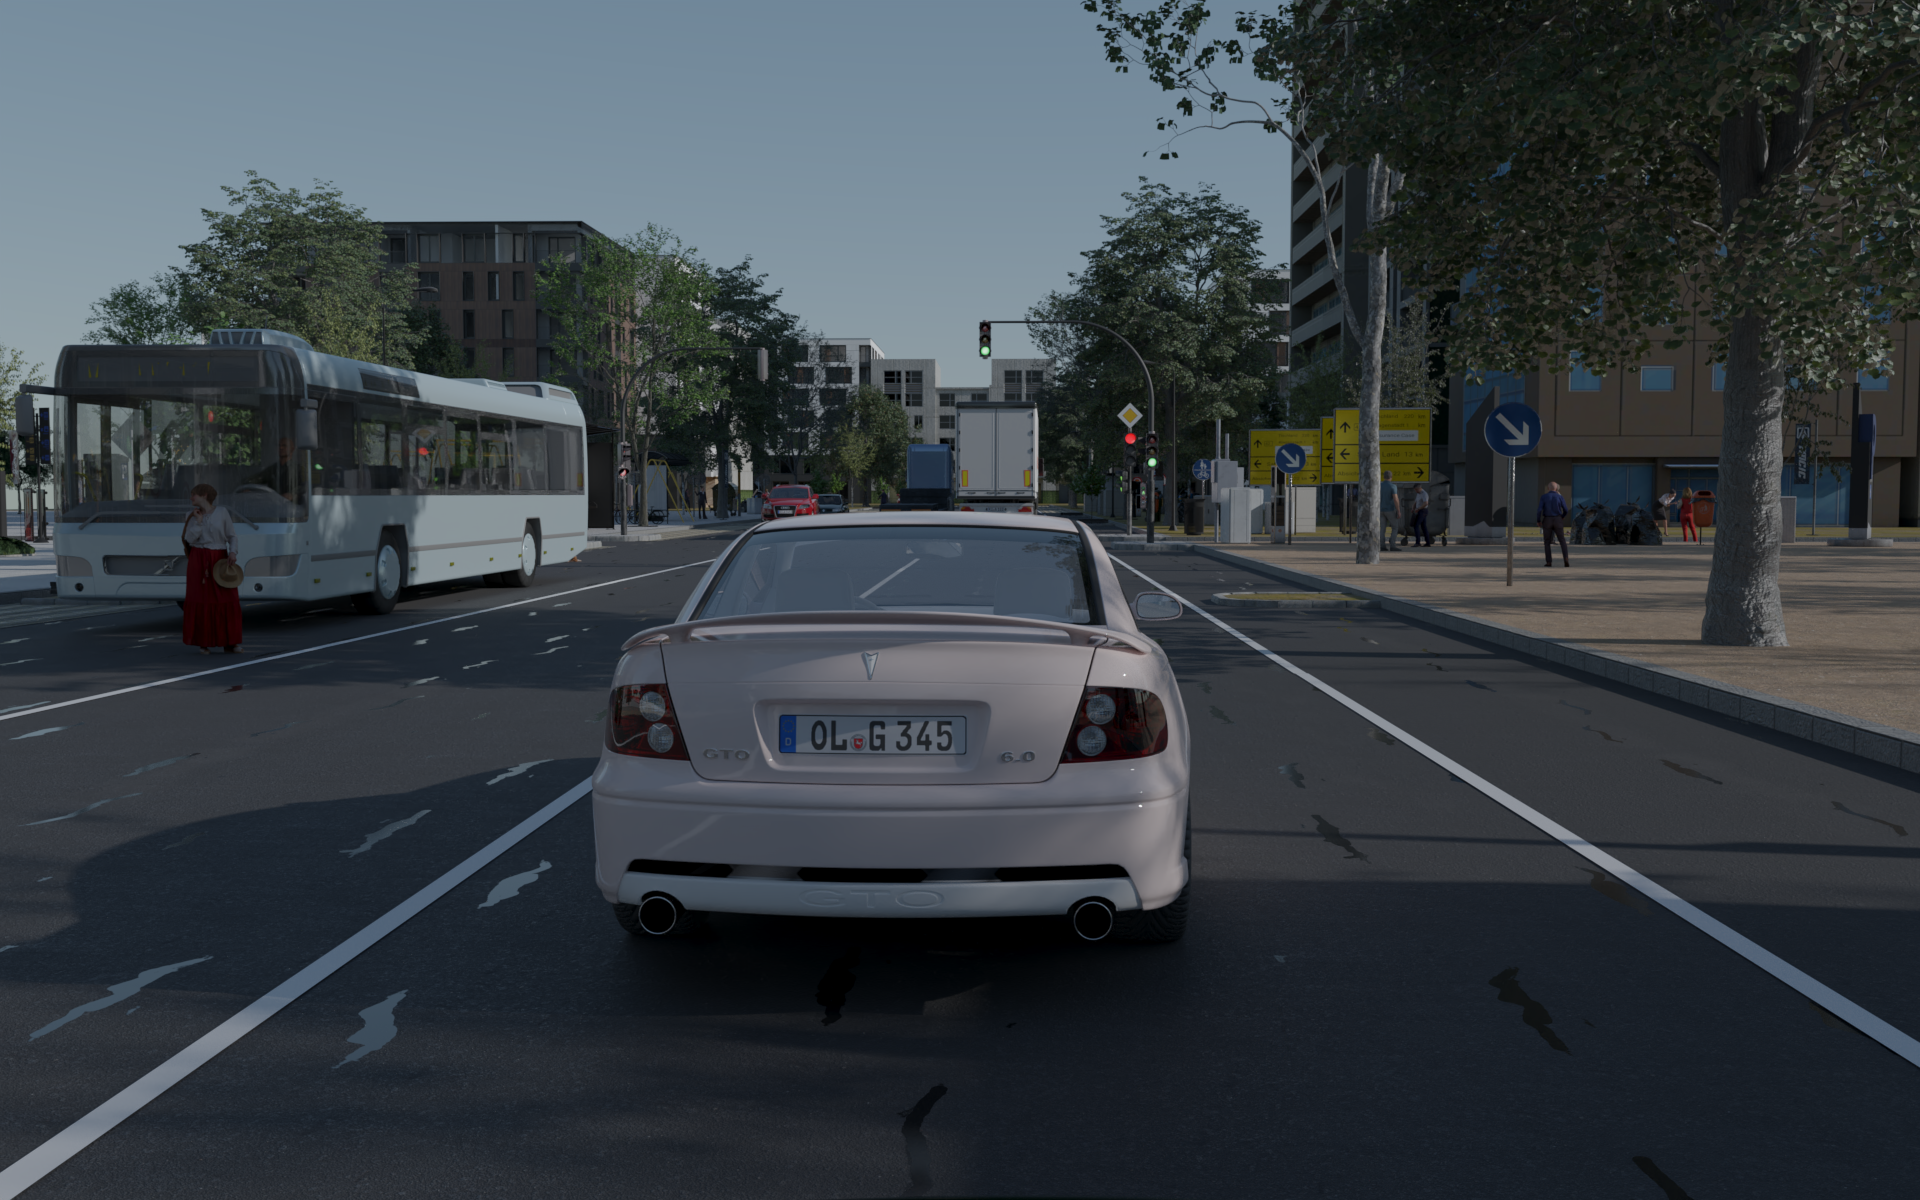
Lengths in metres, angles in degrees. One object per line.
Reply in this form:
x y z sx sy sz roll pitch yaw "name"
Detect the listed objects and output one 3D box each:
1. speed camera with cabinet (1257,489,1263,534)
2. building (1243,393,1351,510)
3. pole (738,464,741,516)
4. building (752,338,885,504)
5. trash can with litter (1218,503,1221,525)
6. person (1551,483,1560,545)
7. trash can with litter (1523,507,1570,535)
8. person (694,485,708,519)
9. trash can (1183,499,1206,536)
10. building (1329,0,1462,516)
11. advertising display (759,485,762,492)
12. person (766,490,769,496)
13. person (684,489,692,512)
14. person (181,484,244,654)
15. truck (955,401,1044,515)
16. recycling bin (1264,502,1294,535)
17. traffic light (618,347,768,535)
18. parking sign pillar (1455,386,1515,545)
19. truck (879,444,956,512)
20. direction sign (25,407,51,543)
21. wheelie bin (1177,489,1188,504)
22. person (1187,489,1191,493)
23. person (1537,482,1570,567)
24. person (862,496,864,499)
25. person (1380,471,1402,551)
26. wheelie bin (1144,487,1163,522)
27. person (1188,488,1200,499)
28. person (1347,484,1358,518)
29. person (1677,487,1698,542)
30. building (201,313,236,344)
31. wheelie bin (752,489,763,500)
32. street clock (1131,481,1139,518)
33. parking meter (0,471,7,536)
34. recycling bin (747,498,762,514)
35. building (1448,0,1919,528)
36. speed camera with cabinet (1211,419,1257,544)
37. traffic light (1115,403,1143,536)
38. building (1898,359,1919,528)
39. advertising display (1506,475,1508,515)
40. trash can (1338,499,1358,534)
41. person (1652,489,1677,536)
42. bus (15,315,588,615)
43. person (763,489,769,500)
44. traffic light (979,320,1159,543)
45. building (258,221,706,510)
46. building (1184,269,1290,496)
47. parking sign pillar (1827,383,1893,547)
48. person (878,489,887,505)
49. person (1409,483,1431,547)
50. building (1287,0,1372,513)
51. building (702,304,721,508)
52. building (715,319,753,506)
9.121 -3.779 56.129 0.660 3.252 2.038 -1 4 -18 "speed camera with cabinet"
28.746 -12.301 143.263 9.099 9.664 28.070 0 4 2 "building"
-12.693 -6.468 99.589 0.158 3.312 0.155 0 3 0 "pole"
-27.537 -24.304 241.351 32.646 21.610 27.936 0 4 2 "building"
10.972 -3.680 71.554 0.624 1.170 1.055 2 4 29 "trash can with litter"
14.833 -2.145 43.326 0.429 1.552 0.499 -1 4 -11 "person"
18.917 -2.662 54.586 1.678 1.210 2.233 -1 4 -9 "trash can with litter"
-13.242 -4.999 88.574 0.445 1.727 0.742 2 4 27 "person"
7.252 -2.570 53.677 0.748 1.137 0.748 0 3 0 "trash can"
32.645 -40.108 94.018 20.563 71.187 20.611 0 4 2 "building"
-14.681 -7.477 127.466 0.123 1.923 0.974 0 4 -4 "advertising display"
-21.739 -11.543 194.845 0.705 1.814 1.350 -3 4 -39 "person"
-19.228 -7.038 122.584 0.593 1.643 0.415 0 4 0 "person"
-6.695 -0.278 15.513 0.523 1.526 0.387 -1 4 -17 "person"
1.373 -4.224 57.970 2.839 4.237 11.283 0 4 3 "truck"
10.168 -2.606 55.160 0.722 1.027 0.722 -1 4 -15 "recycling bin"
-8.352 -4.839 53.790 4.771 5.953 1.251 0 4 2 "traffic light"
13.380 -3.399 44.041 1.447 3.967 1.447 -1 4 -15 "parking sign pillar"
-1.963 -5.977 87.488 2.967 4.110 18.799 0 4 3 "truck"
-24.179 -3.270 45.462 0.876 3.537 0.379 1 4 22 "direction sign"
12.747 -5.553 98.694 0.693 1.594 0.980 1 4 17 "wheelie bin"
22.423 -10.053 170.376 1.348 1.831 0.705 1 4 11 "person"
10.525 -1.335 30.565 0.574 1.496 0.600 2 4 34 "person"
-10.278 -11.028 189.604 1.065 1.426 0.557 2 4 30 "person"
9.669 -2.010 39.028 0.434 1.807 0.598 -2 4 -33 "person"
8.989 -4.420 80.181 0.693 1.594 0.980 3 5 43 "wheelie bin"
11.783 -4.870 87.534 0.647 1.594 0.662 -2 4 -27 "person"
20.673 -5.215 91.174 0.709 1.838 0.599 1 4 11 "person"
20.000 -2.284 47.540 0.593 1.614 0.444 3 5 41 "person"
-72.156 -20.145 185.798 11.380 20.091 16.016 0 4 2 "building"
-13.422 -6.535 114.748 0.693 1.594 0.980 -1 4 -18 "wheelie bin"
9.519 -5.517 94.780 0.471 2.002 0.358 2 4 34 "street clock"
-24.408 -2.334 43.876 0.399 1.863 0.255 0 4 -3 "parking meter"
-13.092 -5.984 110.392 0.722 1.027 0.722 3 4 36 "recycling bin"
29.332 -25.772 71.487 14.200 45.320 14.600 0 4 2 "building"
7.081 -3.113 45.229 0.660 3.252 2.038 0 4 -5 "speed camera with cabinet"
5.209 -3.942 53.373 0.839 4.253 0.868 0 4 2 "traffic light"
47.343 -27.597 74.911 21.600 48.544 21.300 0 4 2 "building"
17.270 -3.105 55.983 0.974 1.923 0.123 -1 4 -19 "advertising display"
12.484 -2.685 55.555 0.748 1.137 0.748 0 3 0 "trash can"
21.418 -2.653 52.607 0.799 1.438 0.628 2 4 35 "person"
-7.922 -1.744 23.381 2.948 3.499 13.247 0 4 2 "bus"
-16.172 -8.441 144.775 0.721 1.743 1.217 3 4 38 "person"
2.881 -4.321 45.311 4.771 5.953 1.251 0 4 2 "traffic light"
-38.249 -18.490 146.290 27.936 21.610 32.646 0 4 2 "building"
38.439 -20.160 173.587 27.936 21.610 32.646 0 4 2 "building"
22.100 -3.300 42.429 1.447 3.967 1.447 2 4 31 "parking sign pillar"
-5.218 -6.503 115.265 0.568 1.767 0.683 2 4 29 "person"
11.117 -2.051 41.785 0.590 1.554 0.614 0 4 -4 "person"
34.564 -30.110 115.997 21.300 48.544 21.600 0 4 2 "building"
-31.386 -19.084 168.450 16.016 20.091 11.380 0 4 2 "building"
-38.983 -19.406 183.744 31.486 18.905 16.747 0 4 2 "building"
